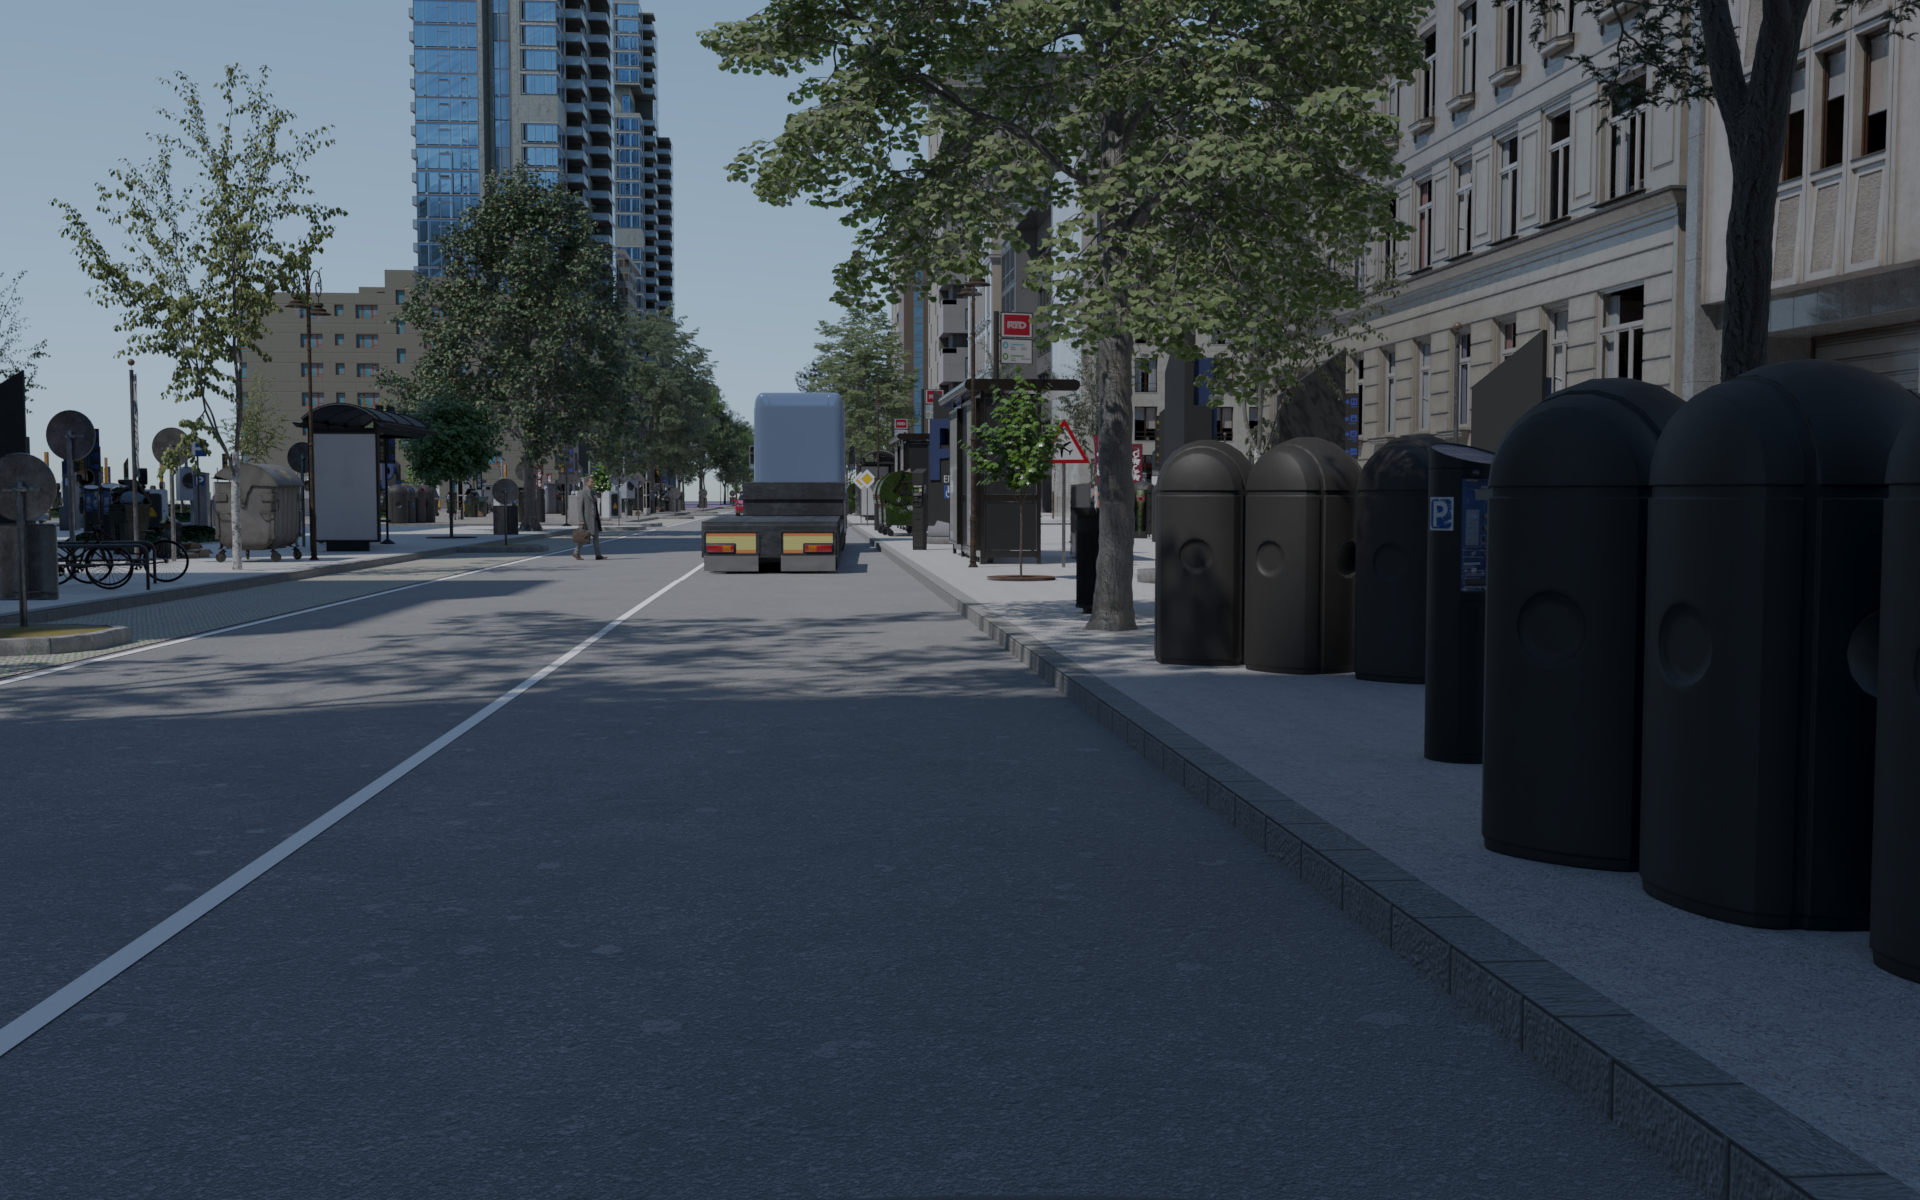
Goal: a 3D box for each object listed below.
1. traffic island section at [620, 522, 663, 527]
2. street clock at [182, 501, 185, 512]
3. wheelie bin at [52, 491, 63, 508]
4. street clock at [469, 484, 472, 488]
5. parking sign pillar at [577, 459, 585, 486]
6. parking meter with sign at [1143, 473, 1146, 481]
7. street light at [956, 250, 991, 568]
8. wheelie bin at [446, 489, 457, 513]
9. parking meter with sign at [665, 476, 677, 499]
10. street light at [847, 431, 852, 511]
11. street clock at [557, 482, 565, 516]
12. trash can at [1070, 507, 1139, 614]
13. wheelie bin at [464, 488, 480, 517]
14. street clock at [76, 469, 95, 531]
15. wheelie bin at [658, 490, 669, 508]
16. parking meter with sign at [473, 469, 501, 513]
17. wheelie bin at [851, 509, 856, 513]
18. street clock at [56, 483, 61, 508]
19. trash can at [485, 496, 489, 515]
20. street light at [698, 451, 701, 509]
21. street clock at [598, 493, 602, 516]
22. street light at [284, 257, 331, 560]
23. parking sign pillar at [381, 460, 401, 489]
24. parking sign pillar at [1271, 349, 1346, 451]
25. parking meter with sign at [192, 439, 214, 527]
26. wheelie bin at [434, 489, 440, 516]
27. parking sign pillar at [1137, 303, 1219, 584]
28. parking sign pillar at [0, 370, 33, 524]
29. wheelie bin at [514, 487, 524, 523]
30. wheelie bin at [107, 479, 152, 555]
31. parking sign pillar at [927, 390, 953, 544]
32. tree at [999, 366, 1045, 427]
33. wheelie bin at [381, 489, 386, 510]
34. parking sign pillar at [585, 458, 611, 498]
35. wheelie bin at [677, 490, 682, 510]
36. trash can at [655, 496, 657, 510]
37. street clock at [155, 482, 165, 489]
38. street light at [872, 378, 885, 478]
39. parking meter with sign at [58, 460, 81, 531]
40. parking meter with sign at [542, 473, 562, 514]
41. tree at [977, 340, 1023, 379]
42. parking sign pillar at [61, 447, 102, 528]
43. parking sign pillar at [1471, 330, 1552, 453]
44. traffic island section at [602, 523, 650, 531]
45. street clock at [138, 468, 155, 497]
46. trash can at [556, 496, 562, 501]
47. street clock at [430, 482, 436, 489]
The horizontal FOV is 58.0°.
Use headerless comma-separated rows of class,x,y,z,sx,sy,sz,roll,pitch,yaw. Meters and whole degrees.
traffic island section,-14.262,-3.329,76.707,2.009,0.180,2.903,0,4,-5
street clock,-43.282,-5.616,96.392,0.358,2.002,0.471,-1,4,-16
wheelie bin,-62.635,-6.869,120.216,0.693,1.594,0.980,-1,4,-13
street clock,-35.173,-7.305,124.010,0.358,2.002,0.471,1,4,22
parking sign pillar,-29.501,-8.991,135.474,1.447,3.967,1.447,1,4,9
parking meter with sign,6.336,-4.055,62.558,1.738,3.016,0.543,3,5,43
street light,0.229,-3.506,30.114,0.468,5.910,1.993,0,4,-5
wheelie bin,-33.804,-6.569,115.304,0.693,1.594,0.980,0,4,1
parking meter with sign,-25.284,-9.434,150.501,1.738,3.016,0.543,-2,4,-33
street light,-7.162,-8.554,112.641,0.468,5.910,1.993,0,4,-5
street clock,-23.672,-6.041,103.341,0.358,2.002,0.471,2,4,34
trash can,1.554,-0.430,18.683,0.748,1.137,0.748,0,3,0
wheelie bin,-26.815,-5.339,95.203,0.693,1.594,0.980,2,4,29
street clock,-25.153,-2.770,49.856,0.471,2.002,0.358,-1,4,-21
wheelie bin,-24.778,-8.373,144.808,0.980,1.594,0.693,-1,4,-11
parking meter with sign,-32.703,-7.591,120.380,1.738,3.016,0.543,-1,4,-8
wheelie bin,-7.243,-6.577,115.439,0.980,1.594,0.693,-1,4,-18
street clock,-58.262,-6.566,111.921,0.358,2.002,0.471,-1,4,-16
trash can,-29.157,-5.761,105.852,0.748,1.137,0.748,0,3,0
street light,-23.022,-11.026,153.067,0.468,5.910,1.993,0,4,-5
street clock,-21.100,-5.948,101.824,0.471,2.002,0.358,0,4,-1
street light,-12.552,-3.712,33.480,0.468,5.910,1.993,0,4,-5
parking sign pillar,-35.504,-7.318,108.118,1.447,3.967,1.447,2,4,31
parking sign pillar,6.458,-2.672,32.163,1.447,3.967,1.447,-1,4,-12
parking meter with sign,-24.512,-3.655,56.027,0.543,3.016,1.738,-1,4,-16
wheelie bin,-30.557,-5.634,100.031,0.693,1.594,0.980,3,5,40
parking sign pillar,3.306,-2.244,25.158,1.447,3.967,1.447,0,4,-5
parking sign pillar,-20.961,-3.007,37.632,1.447,3.967,1.447,-1,4,-15
wheelie bin,-19.657,-4.298,78.179,0.980,1.594,0.693,-2,4,-27
wheelie bin,-17.699,-1.774,36.918,0.980,1.594,0.693,2,4,30
parking sign pillar,-0.167,-3.439,44.694,1.447,3.967,1.447,2,4,29
tree,2.808,-9.184,100.518,4.737,8.622,4.395,0,3,0
wheelie bin,-33.912,-5.713,101.323,0.980,1.594,0.693,-3,4,-37
parking sign pillar,-25.856,-8.345,124.910,1.447,3.967,1.447,0,4,8
wheelie bin,-21.903,-7.789,135.264,0.693,1.594,0.980,0,4,3
trash can,-20.545,-6.344,115.373,0.748,1.137,0.748,0,3,0
street clock,-46.335,-5.875,100.623,0.358,2.002,0.471,-1,4,-10
street light,-3.266,-5.895,69.177,0.468,5.910,1.993,0,4,-5
parking meter with sign,-31.543,-3.983,61.384,0.543,3.016,1.738,-1,4,-15
parking meter with sign,-26.385,-7.047,111.480,0.543,3.016,1.738,2,4,34
tree,1.816,-7.905,79.616,4.360,8.622,3.978,0,3,0
parking sign pillar,-33.564,-4.754,66.193,1.447,3.967,1.447,-1,4,-13
parking sign pillar,9.253,-2.483,29.067,1.447,3.967,1.447,-3,5,-43
traffic island section,-13.558,-2.842,68.752,2.009,0.180,2.903,0,4,-5
street clock,-22.667,-2.661,48.085,0.358,2.002,0.471,-1,4,-22
trash can,-28.656,-6.827,123.276,0.748,1.137,0.748,0,3,0
street clock,-32.633,-6.270,107.084,0.471,2.002,0.358,0,4,-2
